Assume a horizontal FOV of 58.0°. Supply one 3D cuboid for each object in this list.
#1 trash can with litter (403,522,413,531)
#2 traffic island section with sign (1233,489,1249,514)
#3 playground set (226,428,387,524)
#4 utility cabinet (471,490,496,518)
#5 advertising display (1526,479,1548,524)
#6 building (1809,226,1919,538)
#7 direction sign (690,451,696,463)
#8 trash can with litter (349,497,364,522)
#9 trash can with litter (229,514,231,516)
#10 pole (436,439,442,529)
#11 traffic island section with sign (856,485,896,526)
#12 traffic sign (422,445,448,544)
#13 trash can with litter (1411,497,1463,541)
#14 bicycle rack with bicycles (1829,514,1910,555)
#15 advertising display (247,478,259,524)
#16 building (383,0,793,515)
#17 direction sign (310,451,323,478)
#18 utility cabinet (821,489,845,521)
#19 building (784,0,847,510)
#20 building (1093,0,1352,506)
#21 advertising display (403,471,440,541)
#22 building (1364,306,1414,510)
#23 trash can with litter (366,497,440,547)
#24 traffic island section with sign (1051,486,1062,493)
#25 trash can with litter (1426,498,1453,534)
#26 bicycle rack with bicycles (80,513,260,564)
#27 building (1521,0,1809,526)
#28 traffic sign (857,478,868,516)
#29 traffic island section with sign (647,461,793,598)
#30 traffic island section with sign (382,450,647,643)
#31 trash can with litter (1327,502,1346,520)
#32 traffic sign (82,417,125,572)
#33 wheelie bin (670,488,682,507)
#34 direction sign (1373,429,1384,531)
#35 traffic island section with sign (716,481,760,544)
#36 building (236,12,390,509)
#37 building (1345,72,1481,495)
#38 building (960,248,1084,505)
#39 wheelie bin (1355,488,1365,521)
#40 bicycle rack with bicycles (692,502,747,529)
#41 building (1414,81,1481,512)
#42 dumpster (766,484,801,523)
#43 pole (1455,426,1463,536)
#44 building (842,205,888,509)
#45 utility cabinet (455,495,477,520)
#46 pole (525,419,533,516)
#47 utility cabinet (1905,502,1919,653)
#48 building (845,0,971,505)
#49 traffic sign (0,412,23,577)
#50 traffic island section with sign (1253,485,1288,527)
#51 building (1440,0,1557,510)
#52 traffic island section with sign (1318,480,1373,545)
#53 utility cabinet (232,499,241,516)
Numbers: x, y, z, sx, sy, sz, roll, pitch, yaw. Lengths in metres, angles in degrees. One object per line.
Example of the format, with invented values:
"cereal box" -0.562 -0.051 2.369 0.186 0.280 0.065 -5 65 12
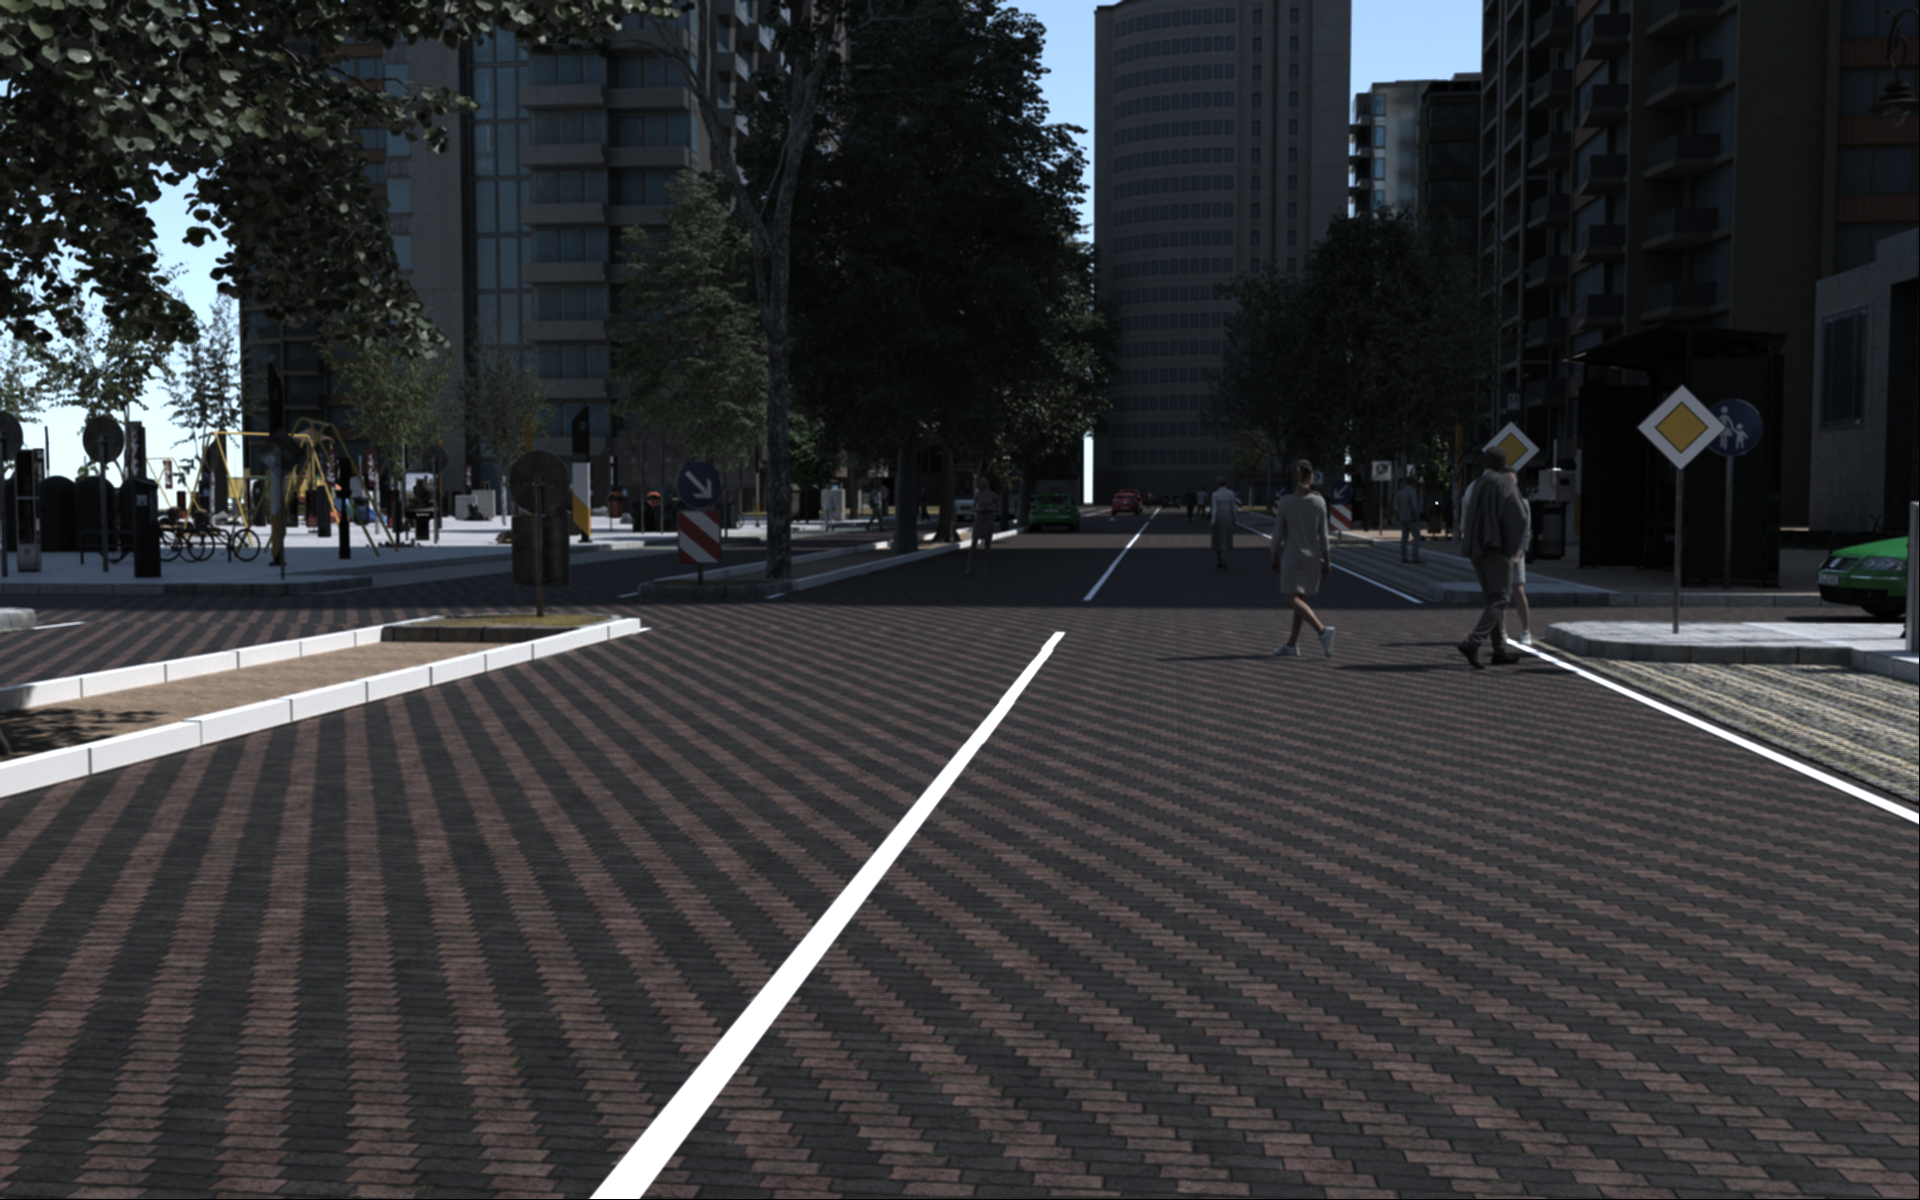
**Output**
"trash can with litter" -19.115 -3.016 60.694 1.055 1.170 0.624 -1 4 -20
"traffic island section with sign" 19.854 -7.117 124.998 1.989 1.847 2.006 0 4 7
"playground set" -28.460 -5.404 75.141 5.637 4.214 5.302 1 4 18
"utility cabinet" -25.278 -5.089 91.891 1.173 1.500 0.318 0 4 1
"advertising display" 24.576 -4.199 73.859 0.974 1.923 0.123 3 4 37
"building" 38.529 -44.380 38.292 31.000 86.520 22.319 0 4 7
"direction sign" -13.677 -5.920 88.795 0.379 3.537 0.876 1 4 12
"trash can with litter" -27.800 -4.156 79.343 1.055 1.170 0.624 2 4 28
"trash can with litter" -40.926 -5.141 95.110 2.233 1.210 1.678 0 4 6
"pole" -19.216 -4.282 63.856 0.158 3.312 0.155 0 3 0
"traffic island section with sign" -3.550 -4.240 77.948 1.989 1.847 2.006 0 4 7
"traffic sign" -13.551 -2.727 44.690 0.768 2.556 0.104 1 4 17
"trash can with litter" 13.281 -2.254 47.904 2.233 1.210 1.678 -2 4 -24
"bicycle rack with bicycles" 16.515 -1.004 29.799 2.925 0.926 2.852 0 4 3
"advertising display" -29.145 -4.050 71.437 0.123 1.923 0.974 0 4 0
"building" -24.188 -30.505 118.366 23.786 49.044 30.456 0 4 7
"direction sign" -34.183 -6.115 91.977 0.379 3.537 0.876 2 4 35
"utility cabinet" -5.895 -4.391 80.473 1.173 1.500 0.318 2 4 31
"building" -17.301 -29.968 140.095 14.600 45.320 14.200 0 4 7
"building" 29.767 -40.318 201.190 28.212 58.520 21.231 0 4 7
"advertising display" -14.908 -2.614 47.960 0.974 1.923 0.123 -2 4 -34
"building" 49.709 -18.386 145.652 27.650 21.520 28.899 0 4 7
"trash can with litter" -13.699 -1.921 42.461 1.678 1.210 2.233 -1 4 -21
"traffic island section with sign" 5.480 -5.586 99.468 2.006 1.907 1.989 0 4 7
"trash can with litter" 15.633 -2.737 56.133 1.055 1.170 0.624 1 4 18
"bicycle rack with bicycles" -15.025 -1.159 32.333 2.925 0.926 2.852 1 4 20
"building" 39.114 -26.053 80.585 22.147 44.769 28.867 0 4 7
"traffic sign" -5.699 -6.164 100.782 0.884 2.594 0.081 1 4 9
"traffic island section with sign" -3.569 -1.024 24.874 2.006 1.907 1.989 0 4 7
"traffic island section with sign" -4.472 -0.574 17.522 2.006 1.907 1.989 0 4 7
"trash can with litter" 19.133 -4.584 86.006 1.678 1.210 2.233 -1 4 -18
"traffic sign" -14.098 -1.737 28.508 0.768 2.556 0.104 1 4 10
"wheelie bin" -14.839 -5.106 91.389 0.980 1.594 0.693 1 4 12
"direction sign" 14.746 -4.217 60.953 0.379 3.537 0.876 0 4 -2
"traffic island section with sign" -6.894 -2.555 50.407 1.989 1.847 2.006 0 4 7
"building" -50.193 -30.904 159.902 28.867 44.769 22.147 0 4 7
"building" 59.084 -35.472 199.572 30.456 49.044 23.786 0 4 7
"building" 7.345 -26.351 202.532 14.107 30.474 14.160 0 4 7
"wheelie bin" 19.088 -4.622 83.486 0.980 1.594 0.693 0 4 5
"bicycle rack with bicycles" -9.747 -3.065 63.494 2.925 0.926 2.852 3 4 36
"building" 39.638 -21.557 124.162 14.160 30.474 14.107 0 4 7
"dumpster" -7.958 -4.426 78.121 1.264 1.857 1.865 0 4 7
"pole" 14.867 -3.537 51.673 0.158 3.312 0.155 0 3 0
"building" -14.145 -23.772 160.376 14.107 30.474 14.160 0 4 7
"utility cabinet" -24.464 -4.564 85.789 1.020 1.237 0.306 0 4 -3
"pole" -11.722 -3.260 47.136 0.158 3.312 0.155 0 3 0
"utility cabinet" 8.212 -0.168 13.913 1.020 1.237 0.306 1 4 19
"building" -10.008 -46.921 205.404 20.611 71.187 20.563 0 4 7
"traffic sign" -14.809 -1.631 26.776 0.768 2.556 0.104 1 4 14
"traffic island section with sign" 13.958 -4.146 76.420 1.989 1.847 2.006 0 4 7
"building" 41.831 -40.792 105.200 20.563 71.187 20.611 0 4 7
"traffic island section with sign" 10.676 -2.495 49.428 1.989 1.847 2.006 0 4 7
"utility cabinet" -42.765 -5.733 102.413 0.318 1.500 1.173 -1 4 -12
